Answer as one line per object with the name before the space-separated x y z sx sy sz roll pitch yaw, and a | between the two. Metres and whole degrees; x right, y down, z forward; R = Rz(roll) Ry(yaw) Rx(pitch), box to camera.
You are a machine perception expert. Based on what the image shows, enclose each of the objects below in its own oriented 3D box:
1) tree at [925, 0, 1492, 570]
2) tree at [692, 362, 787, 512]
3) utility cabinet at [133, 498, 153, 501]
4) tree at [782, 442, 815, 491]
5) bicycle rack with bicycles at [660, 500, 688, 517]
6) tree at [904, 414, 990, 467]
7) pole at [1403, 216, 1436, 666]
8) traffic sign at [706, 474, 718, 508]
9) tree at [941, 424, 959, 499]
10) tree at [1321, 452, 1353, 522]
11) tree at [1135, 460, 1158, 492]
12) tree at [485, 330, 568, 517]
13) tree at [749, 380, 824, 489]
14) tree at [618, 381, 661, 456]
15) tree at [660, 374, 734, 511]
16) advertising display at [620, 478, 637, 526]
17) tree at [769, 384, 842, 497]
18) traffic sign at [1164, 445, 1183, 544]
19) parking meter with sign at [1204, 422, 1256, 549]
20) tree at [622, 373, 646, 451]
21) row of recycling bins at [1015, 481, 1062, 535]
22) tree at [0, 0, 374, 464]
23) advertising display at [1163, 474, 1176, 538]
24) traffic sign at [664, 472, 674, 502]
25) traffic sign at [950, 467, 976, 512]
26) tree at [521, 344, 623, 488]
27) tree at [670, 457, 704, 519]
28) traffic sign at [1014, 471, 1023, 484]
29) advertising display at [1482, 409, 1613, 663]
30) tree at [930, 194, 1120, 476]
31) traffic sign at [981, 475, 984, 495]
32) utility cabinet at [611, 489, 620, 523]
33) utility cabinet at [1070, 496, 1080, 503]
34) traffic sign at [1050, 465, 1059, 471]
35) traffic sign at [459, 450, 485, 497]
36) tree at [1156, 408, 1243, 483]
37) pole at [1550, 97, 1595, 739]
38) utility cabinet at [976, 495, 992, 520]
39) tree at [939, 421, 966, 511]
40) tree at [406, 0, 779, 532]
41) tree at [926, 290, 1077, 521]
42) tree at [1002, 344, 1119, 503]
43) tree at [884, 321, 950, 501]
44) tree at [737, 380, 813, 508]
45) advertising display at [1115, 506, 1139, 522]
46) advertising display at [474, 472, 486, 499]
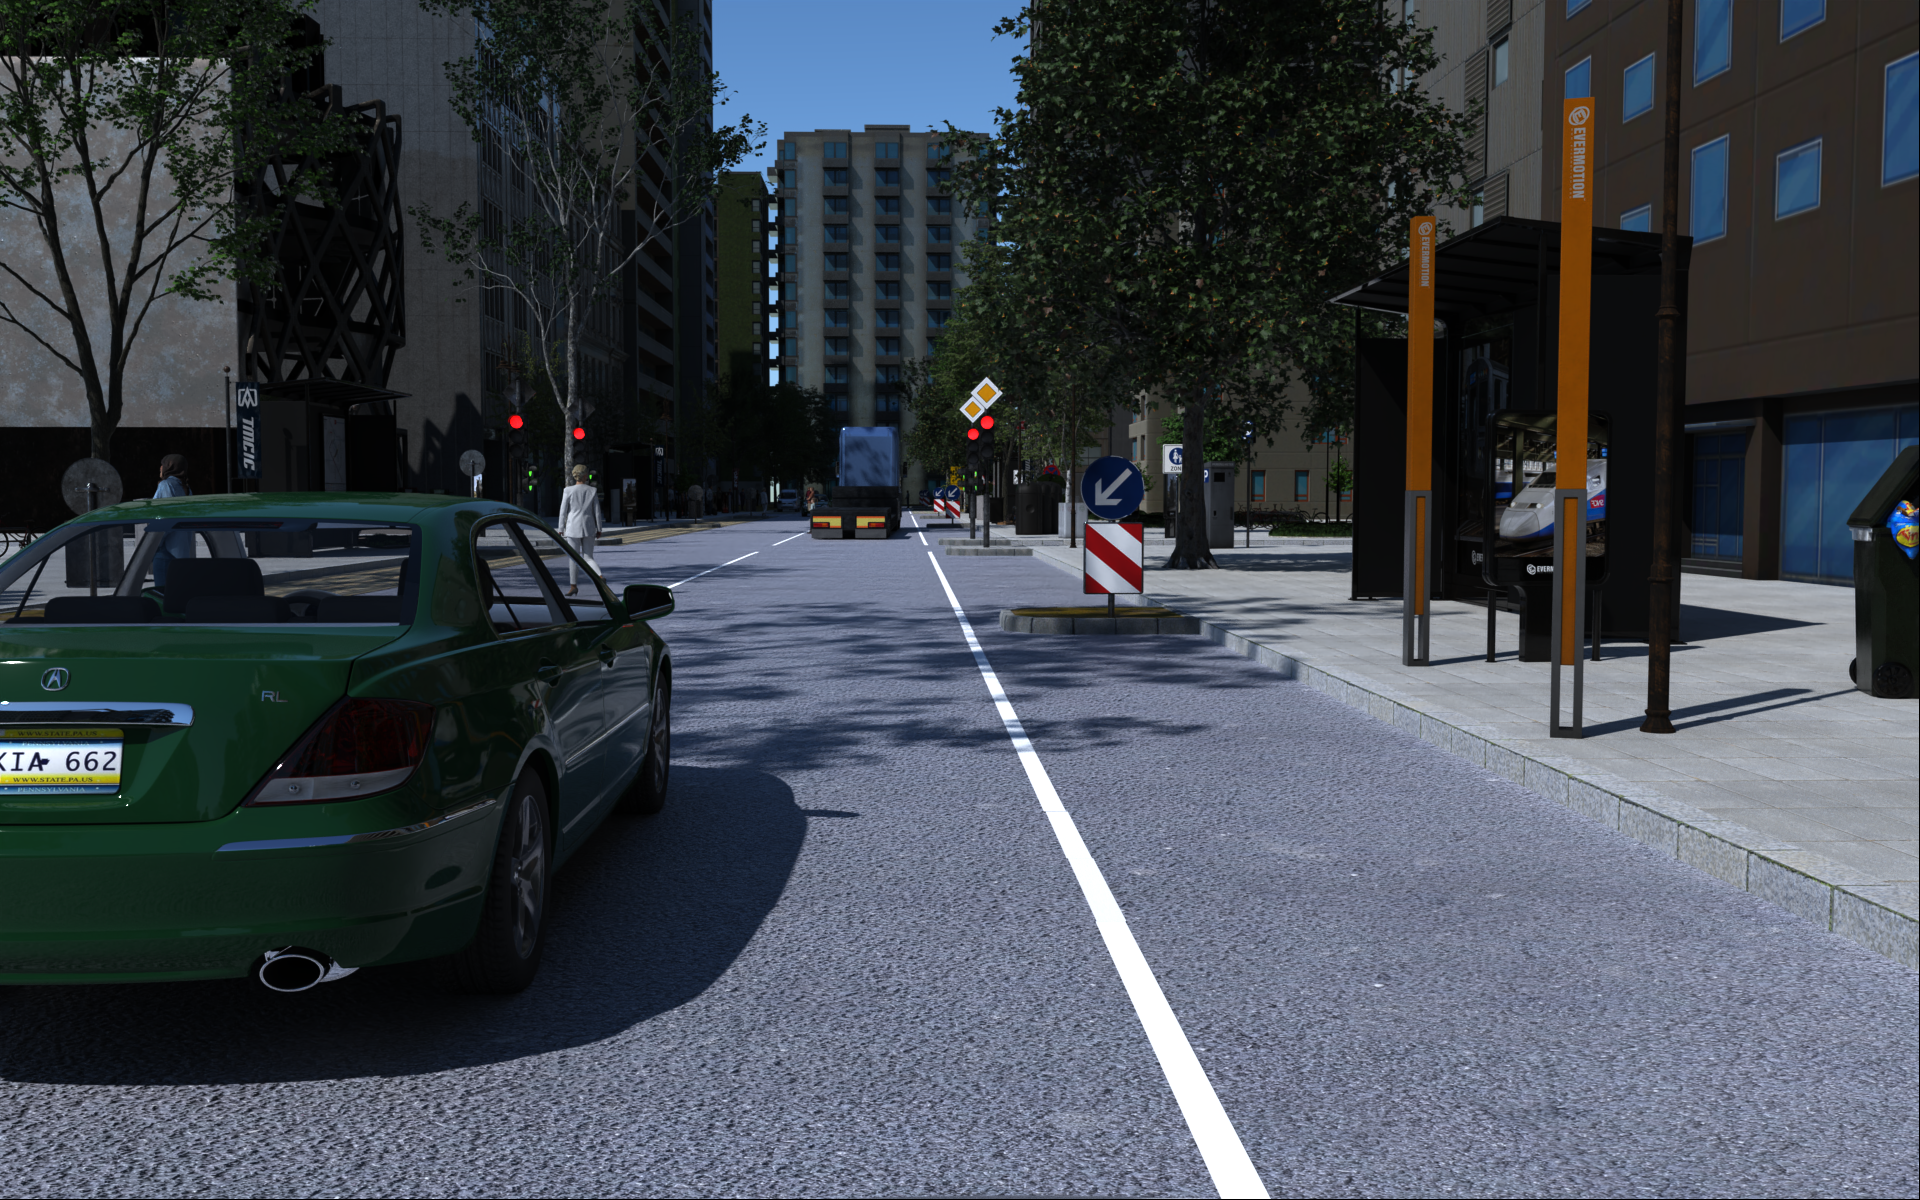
tree | 4.043 -6.877 29.439 9.611 12.733 9.660 0 3 0
tree | -15.373 -11.417 121.076 8.767 10.594 7.601 3 4 38
utility cabinet | -12.867 -1.033 28.049 0.306 1.237 1.020 1 4 20
tree | -18.088 -14.626 189.500 4.360 8.622 3.978 0 3 0
bicycle rack with bicycles | -15.624 -5.078 96.400 2.852 0.926 2.925 -1 4 -10
tree | -0.319 -15.870 169.846 12.009 13.543 11.850 0 3 0
pole | 3.409 -1.163 12.856 0.158 3.312 0.155 0 3 0
traffic sign | -16.025 -6.848 112.066 0.768 2.556 0.104 0 4 4
tree | -0.066 -11.507 138.508 4.737 8.622 4.395 0 3 0
tree | 17.212 -5.158 78.942 1.663 3.219 1.824 0 3 0
tree | 9.752 -6.142 95.028 1.663 3.219 1.824 0 3 0
tree | -18.886 -7.757 77.191 4.737 8.622 4.395 0 3 0
tree | -17.369 -15.534 172.107 7.486 12.596 7.792 0 3 0
tree | -20.548 -9.936 112.815 4.737 8.622 4.395 0 3 0
tree | -15.812 -9.540 106.349 4.737 8.622 4.395 0 3 0
advertising display | -13.180 -3.896 68.906 0.123 1.923 0.974 2 4 24
tree | -18.074 -17.832 198.202 9.857 13.997 8.962 0 3 0
traffic sign | 4.476 -2.053 35.691 0.606 2.300 0.079 0 4 1
parking meter with sign | 6.058 -2.723 40.781 1.738 3.016 0.543 -1 4 -19
tree | -19.750 -8.986 97.282 4.360 8.622 3.978 0 3 0
row of recycling bins | 2.601 -2.980 55.830 1.069 1.692 3.534 1 4 17
tree | -12.375 -6.060 24.831 9.928 11.665 9.643 0 3 0
advertising display | 6.147 -2.775 50.581 0.123 1.923 0.974 2 4 25
traffic sign | -16.847 -6.110 99.906 0.884 2.594 0.081 0 4 0
traffic sign | 0.410 -7.902 123.065 2.265 3.308 0.079 0 4 7
tree | -19.149 -8.175 84.027 4.360 8.622 3.978 0 3 0
tree | -14.325 -5.858 90.378 1.663 3.219 1.824 0 3 0
traffic sign | 2.591 -4.386 73.847 0.606 2.300 0.079 0 4 7
advertising display | 4.476 -0.489 13.215 0.974 1.923 0.123 0 4 -7
tree | 2.782 -8.978 64.917 7.486 12.596 7.792 0 3 0
traffic sign | 1.254 -6.207 101.494 0.884 2.594 0.081 0 4 4
utility cabinet | -14.932 -4.056 74.992 0.318 1.500 1.173 -1 4 -15
utility cabinet | 4.069 -3.219 63.796 0.306 1.237 1.020 2 4 26
traffic sign | 3.948 -4.568 74.790 0.768 2.556 0.104 0 4 2
traffic sign | -13.973 -3.029 49.626 0.768 2.556 0.104 0 4 4
tree | 8.205 -4.562 58.300 4.285 4.588 4.351 0 3 0
pole | 3.206 -0.931 9.068 0.158 3.312 0.155 0 3 0
utility cabinet | 1.171 -4.497 84.683 0.306 1.237 1.020 -2 4 -29
tree | 0.214 -10.904 128.637 4.360 8.622 3.978 0 3 0
tree | -12.627 -12.460 59.609 12.611 20.169 13.585 0 3 0
tree | 2.257 -9.492 80.945 9.928 11.665 9.643 0 3 0
tree | 3.279 -6.292 53.236 4.360 8.622 3.978 0 3 0
tree | -2.156 -20.548 191.850 12.611 20.169 13.585 0 3 0
tree | -16.999 -14.227 158.370 9.928 11.665 9.643 0 3 0
advertising display | 4.709 -2.692 49.230 0.974 1.923 0.123 -3 4 -38
advertising display | -14.363 -2.851 51.824 0.123 1.923 0.974 -2 4 -31
